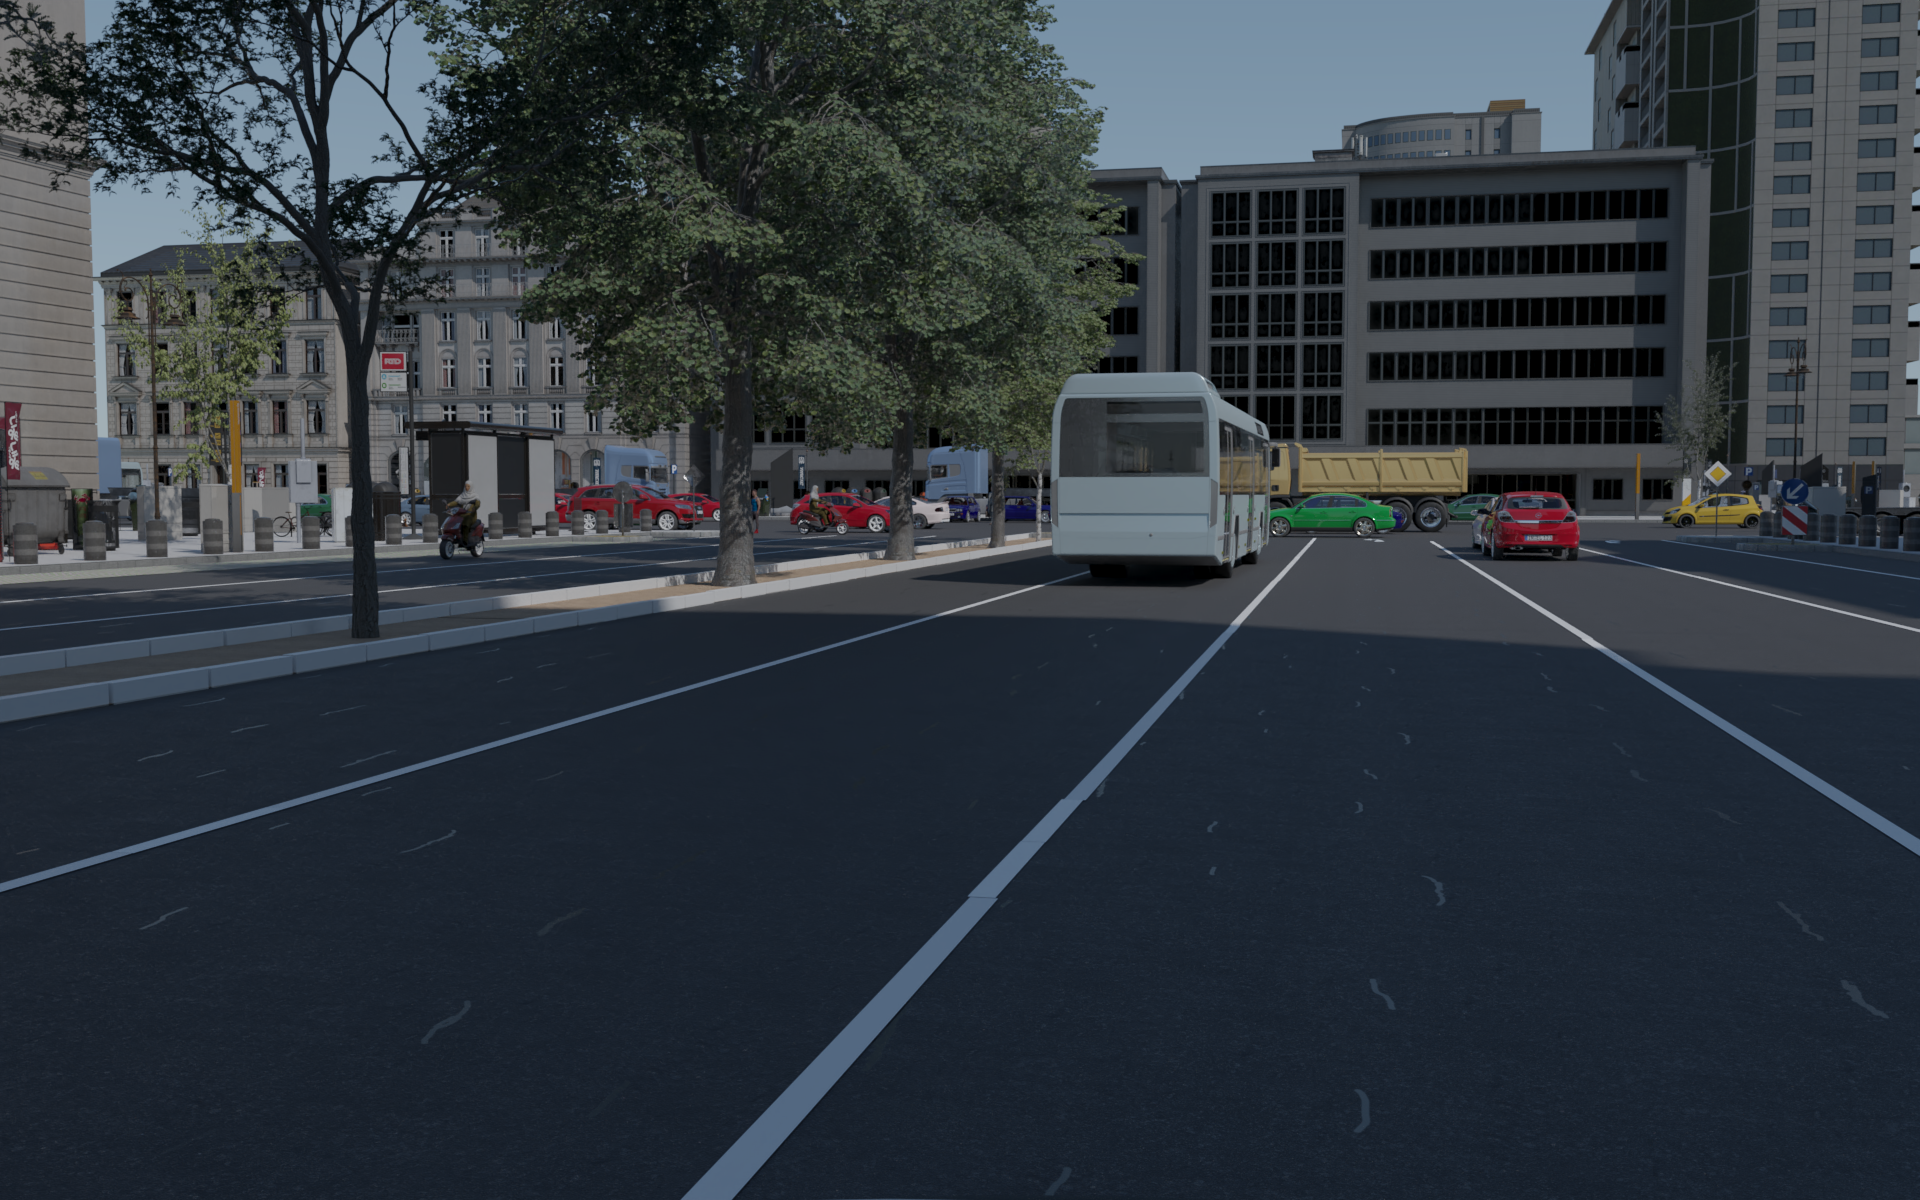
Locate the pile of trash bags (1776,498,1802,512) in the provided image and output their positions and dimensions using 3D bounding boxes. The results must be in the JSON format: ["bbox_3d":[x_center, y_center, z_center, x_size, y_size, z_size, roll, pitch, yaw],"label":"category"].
[{"bbox_3d":[45.436,-5.081,92.827,1.912,1.369,3.447,-2,4,-33],"label":"pile of trash bags"}]

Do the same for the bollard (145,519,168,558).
[{"bbox_3d":[-16.320,-1.252,35.185,0.404,0.777,0.398,0,3,0],"label":"bollard"}]

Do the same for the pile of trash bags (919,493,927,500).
[{"bbox_3d":[-2.579,-5.508,99.804,1.912,1.369,3.447,-2,4,-24],"label":"pile of trash bags"}]

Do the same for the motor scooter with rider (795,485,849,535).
[{"bbox_3d":[-4.875,-3.184,61.019,1.986,1.779,0.876,1,4,15],"label":"motor scooter with rider"}]

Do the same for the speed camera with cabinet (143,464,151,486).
[{"bbox_3d":[-53.686,-7.299,113.680,0.660,3.252,2.038,-3,4,-38],"label":"speed camera with cabinet"}]

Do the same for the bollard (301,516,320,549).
[{"bbox_3d":[-15.133,-1.569,40.377,0.404,0.777,0.398,0,3,0],"label":"bollard"}]

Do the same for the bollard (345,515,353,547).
[{"bbox_3d":[-14.739,-1.675,42.106,0.404,0.777,0.398,0,3,0],"label":"bollard"}]

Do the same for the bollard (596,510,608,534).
[{"bbox_3d":[-11.572,-2.523,55.969,0.404,0.777,0.398,0,3,0],"label":"bollard"}]

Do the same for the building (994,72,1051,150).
[{"bbox_3d":[-1.844,-35.106,197.684,21.600,48.544,21.300,1,4,13],"label":"building"}]

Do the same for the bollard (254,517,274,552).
[{"bbox_3d":[-15.529,-1.464,38.645,0.404,0.777,0.398,0,3,0],"label":"bollard"}]

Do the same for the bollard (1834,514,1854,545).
[{"bbox_3d":[22.574,-1.794,44.043,0.404,0.777,0.398,0,3,0],"label":"bollard"}]

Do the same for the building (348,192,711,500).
[{"bbox_3d":[-27.676,-16.984,119.482,24.055,21.916,13.314,1,4,13],"label":"building"}]

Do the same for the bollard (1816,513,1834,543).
[{"bbox_3d":[22.963,-1.900,45.782,0.404,0.777,0.398,0,3,0],"label":"bollard"}]

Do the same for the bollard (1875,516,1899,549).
[{"bbox_3d":[21.777,-1.581,40.573,0.404,0.777,0.398,0,3,0],"label":"bollard"}]

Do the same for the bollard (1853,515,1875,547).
[{"bbox_3d":[22.172,-1.687,42.304,0.404,0.777,0.398,0,3,0],"label":"bollard"}]

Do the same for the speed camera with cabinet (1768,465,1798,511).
[{"bbox_3d":[55.569,-7.488,116.772,0.660,3.252,2.038,-2,4,-27],"label":"speed camera with cabinet"}]

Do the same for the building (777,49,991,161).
[{"bbox_3d":[-7.739,-31.754,173.800,22.147,44.769,28.867,1,4,13],"label":"building"}]

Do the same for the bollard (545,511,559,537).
[{"bbox_3d":[-12.363,-2.312,52.511,0.404,0.777,0.398,0,3,0],"label":"bollard"}]

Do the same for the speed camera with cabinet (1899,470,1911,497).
[{"bbox_3d":[76.008,-8.944,140.571,2.038,3.252,0.660,0,4,-3],"label":"speed camera with cabinet"}]

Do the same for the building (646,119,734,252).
[{"bbox_3d":[-22.734,-35.445,203.219,21.600,48.544,21.300,1,4,13],"label":"building"}]

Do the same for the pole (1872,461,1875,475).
[{"bbox_3d":[56.285,-6.908,106.782,0.158,3.312,0.155,0,3,0],"label":"pole"}]

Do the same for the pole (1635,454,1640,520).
[{"bbox_3d":[34.117,-5.710,87.205,0.158,3.312,0.155,0,3,0],"label":"pole"}]

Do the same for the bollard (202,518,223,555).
[{"bbox_3d":[-15.924,-1.358,36.914,0.404,0.777,0.398,0,3,0],"label":"bollard"}]

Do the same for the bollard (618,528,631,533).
[{"bbox_3d":[-11.178,-2.629,57.699,0.404,0.777,0.398,0,3,0],"label":"bollard"}]

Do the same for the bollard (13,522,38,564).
[{"bbox_3d":[-17.114,-1.040,31.716,0.404,0.777,0.398,0,3,0],"label":"bollard"}]

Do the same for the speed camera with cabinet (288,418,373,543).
[{"bbox_3d":[-16.641,-3.147,45.787,2.038,3.252,0.660,-2,4,-26],"label":"speed camera with cabinet"}]

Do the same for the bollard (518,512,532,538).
[{"bbox_3d":[-12.756,-2.206,50.782,0.404,0.777,0.398,0,3,0],"label":"bollard"}]

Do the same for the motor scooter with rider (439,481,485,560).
[{"bbox_3d":[-11.131,-1.816,38.657,0.876,1.779,1.986,1,4,11],"label":"motor scooter with rider"}]

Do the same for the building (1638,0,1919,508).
[{"bbox_3d":[70.073,-43.717,153.026,20.563,71.187,20.611,1,4,13],"label":"building"}]

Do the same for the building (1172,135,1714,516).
[{"bbox_3d":[29.118,-17.609,106.967,30.058,24.678,14.314,1,4,13],"label":"building"}]

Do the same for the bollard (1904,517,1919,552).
[{"bbox_3d":[21.384,-1.476,38.844,0.404,0.777,0.398,0,3,0],"label":"bollard"}]

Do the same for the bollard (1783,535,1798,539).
[{"bbox_3d":[23.757,-2.112,49.245,0.404,0.777,0.398,0,3,0],"label":"bollard"}]

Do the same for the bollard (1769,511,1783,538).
[{"bbox_3d":[24.153,-2.218,50.974,0.404,0.777,0.398,0,3,0],"label":"bollard"}]

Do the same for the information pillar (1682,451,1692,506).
[{"bbox_3d":[39.103,-6.231,93.233,0.504,3.616,0.183,-1,4,-11],"label":"information pillar"}]

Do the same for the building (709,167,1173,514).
[{"bbox_3d":[-0.351,-18.001,113.389,30.058,24.678,14.314,1,4,13],"label":"building"}]

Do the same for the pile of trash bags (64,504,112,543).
[{"bbox_3d":[-23.985,-2.169,45.210,3.447,1.369,1.912,-2,4,-24],"label":"pile of trash bags"}]

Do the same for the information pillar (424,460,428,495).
[{"bbox_3d":[-33.280,-7.148,108.227,0.504,3.616,0.183,2,4,32],"label":"information pillar"}]

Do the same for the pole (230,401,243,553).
[{"bbox_3d":[-15.818,-2.692,37.862,0.158,3.312,0.155,0,3,0],"label":"pole"}]

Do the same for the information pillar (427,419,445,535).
[{"bbox_3d":[-16.197,-3.824,53.872,0.183,3.616,0.504,3,5,42],"label":"information pillar"}]

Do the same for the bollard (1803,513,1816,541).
[{"bbox_3d":[23.360,-2.006,47.517,0.404,0.777,0.398,0,3,0],"label":"bollard"}]

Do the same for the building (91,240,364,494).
[{"bbox_3d":[-49.749,-15.812,123.147,19.286,19.102,10.561,1,4,13],"label":"building"}]

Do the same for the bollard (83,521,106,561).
[{"bbox_3d":[-16.715,-1.146,33.448,0.404,0.777,0.398,0,3,0],"label":"bollard"}]

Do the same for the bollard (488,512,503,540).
[{"bbox_3d":[-13.156,-2.100,49.050,0.404,0.777,0.398,0,3,0],"label":"bollard"}]

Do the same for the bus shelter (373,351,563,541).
[{"bbox_3d":[-14.654,-4.497,51.154,2.179,5.291,8.768,1,4,13],"label":"bus shelter"}]

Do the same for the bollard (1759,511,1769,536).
[{"bbox_3d":[24.553,-2.324,52.713,0.404,0.777,0.398,0,3,0],"label":"bollard"}]

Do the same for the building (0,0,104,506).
[{"bbox_3d":[-38.679,-15.346,48.176,25.104,27.353,12.463,1,4,13],"label":"building"}]

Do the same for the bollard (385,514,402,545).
[{"bbox_3d":[-14.341,-1.782,43.856,0.404,0.777,0.398,0,3,0],"label":"bollard"}]

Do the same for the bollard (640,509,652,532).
[{"bbox_3d":[-10.781,-2.735,59.434,0.404,0.777,0.398,0,3,0],"label":"bollard"}]

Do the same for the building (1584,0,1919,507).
[{"bbox_3d":[79.831,-35.887,175.992,28.713,52.752,27.495,1,4,13],"label":"building"}]

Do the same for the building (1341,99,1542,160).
[{"bbox_3d":[72.197,-44.138,263.657,28.212,58.520,21.231,1,4,13],"label":"building"}]

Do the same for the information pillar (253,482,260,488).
[{"bbox_3d":[-42.980,-6.197,105.812,0.304,2.012,0.304,0,4,6],"label":"information pillar"}]

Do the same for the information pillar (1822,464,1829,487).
[{"bbox_3d":[66.716,-8.702,133.628,0.504,3.616,0.183,2,4,34],"label":"information pillar"}]

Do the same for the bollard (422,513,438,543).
[{"bbox_3d":[-13.944,-1.888,45.585,0.404,0.777,0.398,0,3,0],"label":"bollard"}]

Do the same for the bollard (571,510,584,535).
[{"bbox_3d":[-11.969,-2.417,54.241,0.404,0.777,0.398,0,3,0],"label":"bollard"}]

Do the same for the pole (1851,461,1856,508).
[{"bbox_3d":[55.718,-6.982,108.000,0.158,3.312,0.155,0,3,0],"label":"pole"}]

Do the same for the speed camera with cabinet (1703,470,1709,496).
[{"bbox_3d":[61.118,-9.152,143.965,2.038,3.252,0.660,1,4,22],"label":"speed camera with cabinet"}]

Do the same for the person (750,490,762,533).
[{"bbox_3d":[-7.550,-3.230,63.173,0.647,1.594,0.662,3,4,36],"label":"person"}]
